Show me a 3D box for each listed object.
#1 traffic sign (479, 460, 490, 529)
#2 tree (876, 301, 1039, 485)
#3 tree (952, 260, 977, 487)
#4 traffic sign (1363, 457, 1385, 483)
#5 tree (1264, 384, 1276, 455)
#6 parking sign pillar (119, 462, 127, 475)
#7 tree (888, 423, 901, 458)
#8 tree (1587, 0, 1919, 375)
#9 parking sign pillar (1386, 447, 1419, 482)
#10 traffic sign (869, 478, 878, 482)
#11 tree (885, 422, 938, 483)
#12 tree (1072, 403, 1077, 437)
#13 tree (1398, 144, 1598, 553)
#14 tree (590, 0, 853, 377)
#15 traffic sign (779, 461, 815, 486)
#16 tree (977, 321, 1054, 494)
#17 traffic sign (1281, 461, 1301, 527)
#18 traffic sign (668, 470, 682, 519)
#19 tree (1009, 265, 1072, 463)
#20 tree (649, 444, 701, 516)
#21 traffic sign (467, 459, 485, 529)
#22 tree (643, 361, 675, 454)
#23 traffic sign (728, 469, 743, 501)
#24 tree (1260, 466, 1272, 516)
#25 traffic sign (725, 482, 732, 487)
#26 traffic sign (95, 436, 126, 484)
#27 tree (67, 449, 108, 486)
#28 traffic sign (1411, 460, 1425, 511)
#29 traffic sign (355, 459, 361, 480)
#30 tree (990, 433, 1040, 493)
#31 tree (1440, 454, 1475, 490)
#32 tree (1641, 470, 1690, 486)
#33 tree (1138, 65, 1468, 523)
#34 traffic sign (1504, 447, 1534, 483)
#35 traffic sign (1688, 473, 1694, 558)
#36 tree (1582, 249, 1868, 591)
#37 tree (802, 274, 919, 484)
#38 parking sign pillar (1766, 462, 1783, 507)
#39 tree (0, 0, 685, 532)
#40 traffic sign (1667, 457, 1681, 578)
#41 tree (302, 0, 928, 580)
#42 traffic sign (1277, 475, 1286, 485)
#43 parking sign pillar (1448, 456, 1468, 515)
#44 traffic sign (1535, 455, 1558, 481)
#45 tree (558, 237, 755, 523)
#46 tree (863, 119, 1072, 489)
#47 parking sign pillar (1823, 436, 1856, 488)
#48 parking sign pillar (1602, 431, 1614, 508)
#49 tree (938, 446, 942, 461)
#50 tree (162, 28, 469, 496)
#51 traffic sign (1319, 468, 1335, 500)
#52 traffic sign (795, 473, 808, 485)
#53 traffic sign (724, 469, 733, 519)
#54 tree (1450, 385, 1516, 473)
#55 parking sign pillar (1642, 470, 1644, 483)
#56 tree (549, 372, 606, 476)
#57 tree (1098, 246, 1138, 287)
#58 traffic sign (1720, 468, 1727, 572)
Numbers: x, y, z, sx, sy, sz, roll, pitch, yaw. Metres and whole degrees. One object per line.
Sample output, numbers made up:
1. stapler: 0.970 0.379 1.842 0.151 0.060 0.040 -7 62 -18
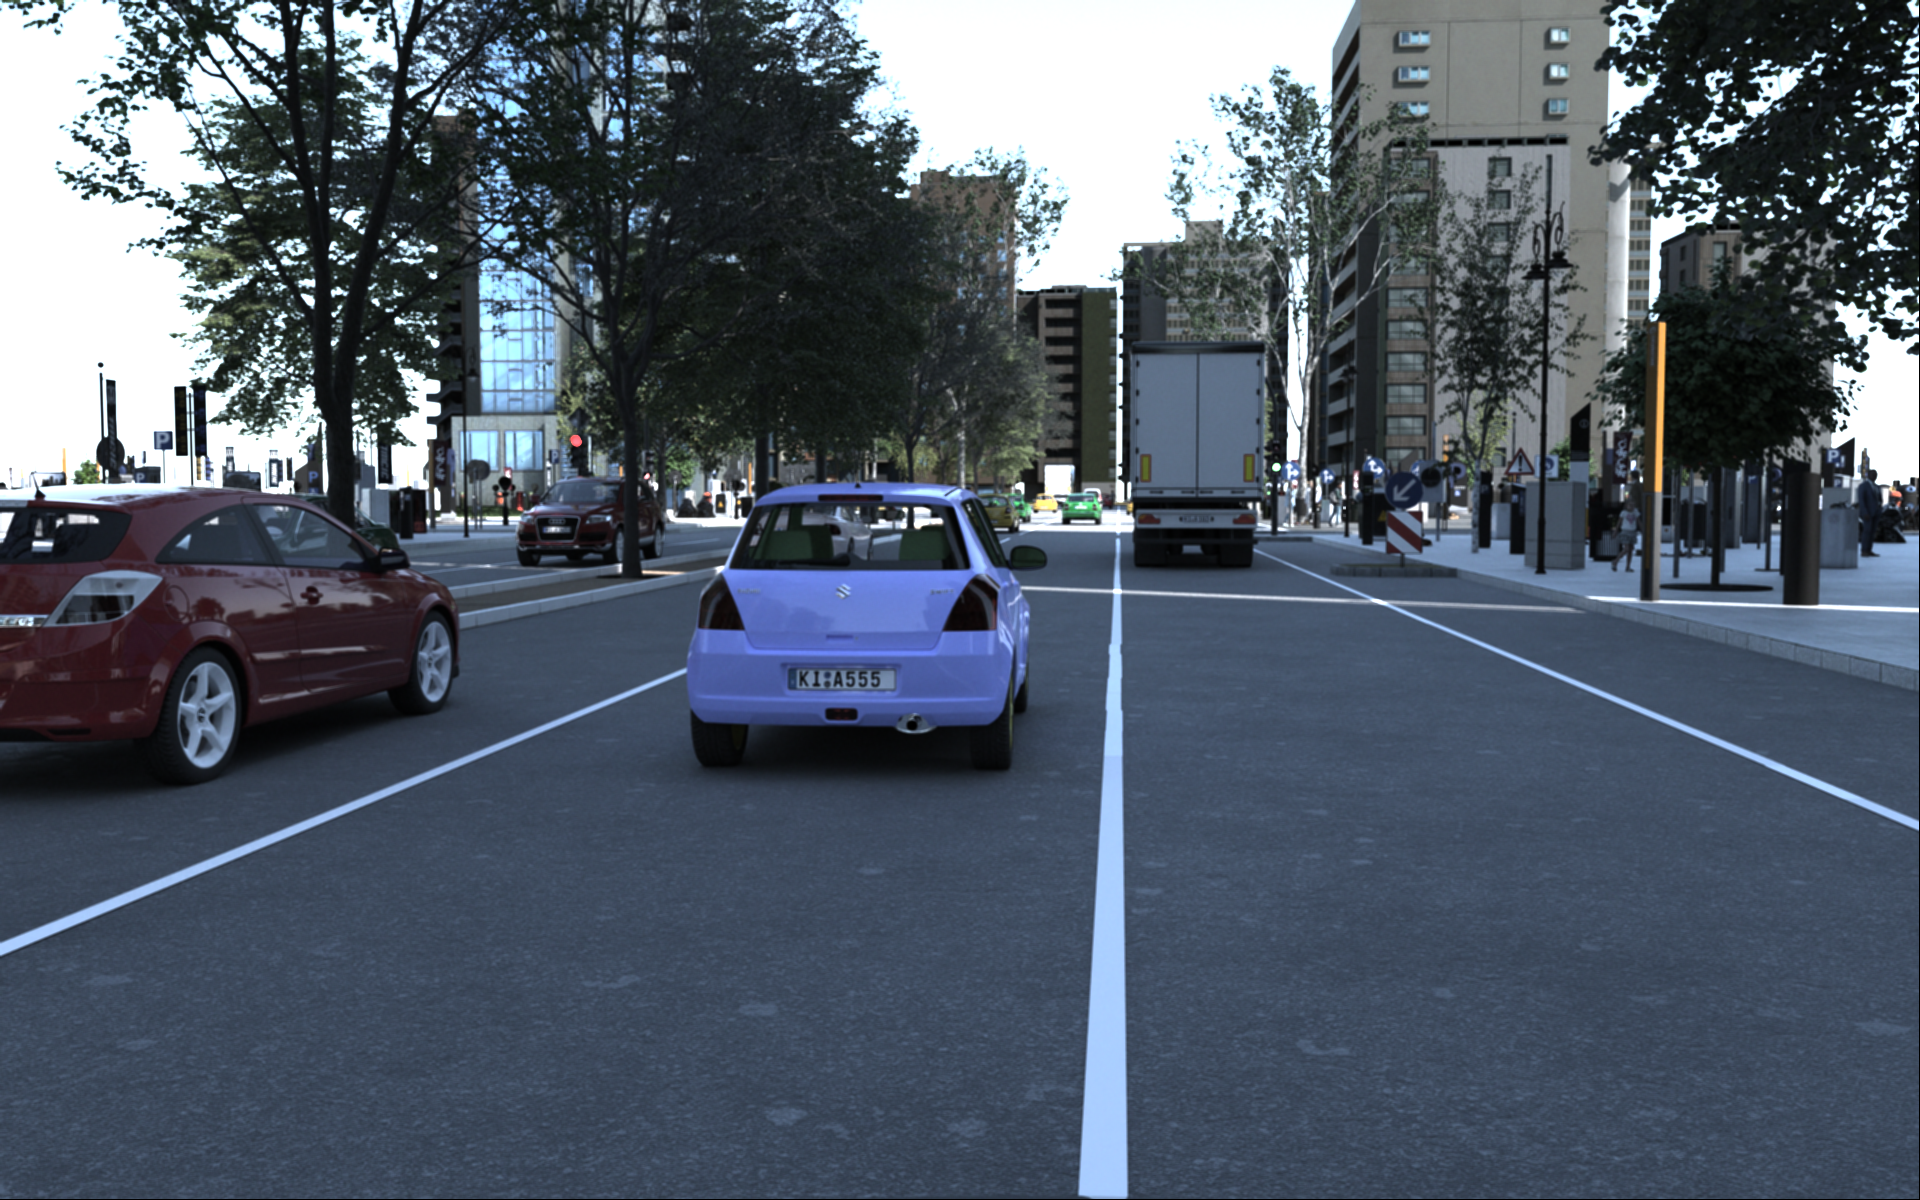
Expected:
1. traffic sign: -17.750 -3.914 64.097 0.768 2.556 0.104 0 4 6
2. tree: -0.570 -8.622 77.839 8.767 10.594 7.601 0 4 5
3. tree: -3.798 -7.701 46.496 7.486 12.596 7.792 0 3 0
4. traffic sign: 14.412 -3.685 60.360 0.768 2.556 0.104 0 4 7
5. tree: 20.291 -12.896 128.983 7.486 12.596 7.792 0 3 0
6. parking sign pillar: -55.745 -7.738 114.989 1.447 3.967 1.447 1 4 19
7. tree: -7.735 -12.443 129.191 9.928 11.665 9.643 0 3 0
8. tree: 9.114 -6.493 12.823 9.857 13.997 8.962 0 3 0
9. parking sign pillar: 25.657 -6.785 99.407 1.447 3.967 1.447 -2 4 -25
10. traffic sign: -6.780 -8.238 134.791 0.768 2.556 0.104 1 4 9
11. tree: -5.177 -12.778 159.282 4.737 8.622 4.395 0 3 0
12. tree: 0.926 -11.465 100.280 12.009 13.543 11.850 0 3 0
13. tree: 11.417 -5.339 37.651 4.360 8.622 3.978 0 3 0
14. tree: -4.469 -7.218 38.604 7.486 12.596 7.792 0 3 0
15. traffic sign: -9.980 -6.862 106.067 2.265 3.308 0.079 1 4 13
16. tree: 2.221 -11.589 110.061 7.486 12.596 7.792 0 3 0
17. traffic sign: 12.860 -4.115 67.388 0.768 2.556 0.104 1 4 11
18. traffic sign: -14.919 -5.537 90.635 0.768 2.556 0.104 0 4 7
19. tree: -1.904 -9.429 66.986 12.009 13.543 11.850 0 3 0
20. tree: -17.093 -7.350 103.887 4.285 4.588 4.351 0 3 0
21. traffic sign: -17.655 -3.853 63.110 0.768 2.556 0.104 1 4 15
22. tree: -15.851 -8.310 86.223 4.360 8.622 3.978 0 3 0
23. traffic sign: -11.372 -5.357 87.693 0.768 2.556 0.104 1 4 14
24. tree: 17.414 -6.544 101.597 1.663 3.219 1.824 0 3 0
25. traffic sign: -13.235 -5.982 99.936 0.606 2.300 0.079 0 4 6
26. traffic sign: -18.586 -2.311 37.888 0.768 2.556 0.104 1 4 14
27. tree: -36.789 -4.812 73.274 1.663 3.219 1.824 0 3 0
28. traffic sign: 17.360 -3.987 65.301 0.768 2.556 0.104 0 4 7
29. traffic sign: -17.833 -2.978 50.813 0.606 2.300 0.079 1 4 14
30. tree: 3.949 -10.798 129.372 4.360 8.622 3.978 0 3 0
31. tree: 38.107 -9.116 132.764 4.285 4.588 4.351 0 3 0
32. tree: 27.886 -4.486 67.941 1.663 3.219 1.824 0 3 0
33. tree: 15.375 -13.397 74.925 12.611 20.169 13.585 0 3 0
34. traffic sign: 15.612 -2.955 48.324 0.884 2.594 0.081 0 4 6
35. traffic sign: 14.587 -2.106 34.542 0.768 2.556 0.104 1 4 10
36. tree: 10.212 -2.431 23.467 4.285 4.588 4.351 0 3 0
37. tree: -3.267 -6.103 52.605 4.360 8.622 3.978 0 3 0
38. parking sign pillar: 61.342 -8.679 130.366 1.447 3.967 1.447 -2 4 -35
39. tree: -6.195 -5.436 17.098 9.928 11.665 9.643 0 3 0
40. traffic sign: 11.001 -1.616 26.536 0.768 2.556 0.104 0 4 7
41. tree: -5.545 -7.093 28.803 12.009 13.543 11.850 0 3 0
42. traffic sign: 21.781 -7.188 117.623 0.768 2.556 0.104 0 4 6
43. parking sign pillar: 30.845 -7.285 107.575 1.447 3.967 1.447 0 4 -1
44. traffic sign: 15.213 -2.621 44.986 0.606 2.300 0.079 1 4 9
45. tree: -13.093 -9.741 76.273 9.611 12.733 9.660 0 3 0
46. tree: -1.073 -14.035 87.821 12.611 20.169 13.585 0 3 0
47. parking sign pillar: 40.843 -5.628 80.483 1.447 3.967 1.447 2 4 31
48. parking sign pillar: 27.745 -5.244 74.205 1.447 3.967 1.447 1 4 22
49. tree: -3.672 -13.585 172.483 4.737 8.622 4.395 0 3 0
50. tree: -15.706 -7.610 42.547 7.486 12.596 7.792 0 3 0
51. traffic sign: 18.241 -5.260 86.111 0.768 2.556 0.104 1 4 10
52. traffic sign: -9.516 -6.345 103.854 0.768 2.556 0.104 1 4 13
53. traffic sign: -11.763 -5.426 88.827 0.768 2.556 0.104 1 4 15
54. tree: 34.133 -9.935 112.803 4.737 8.622 4.395 0 3 0
55. parking sign pillar: 35.813 -6.154 89.096 1.447 3.967 1.447 0 4 5
56. tree: -22.526 -9.344 103.130 4.737 8.622 4.395 0 3 0
57. tree: 14.225 -14.520 93.292 12.611 20.169 13.585 0 3 0
58. traffic sign: 12.525 -1.730 28.391 0.768 2.556 0.104 1 4 14
